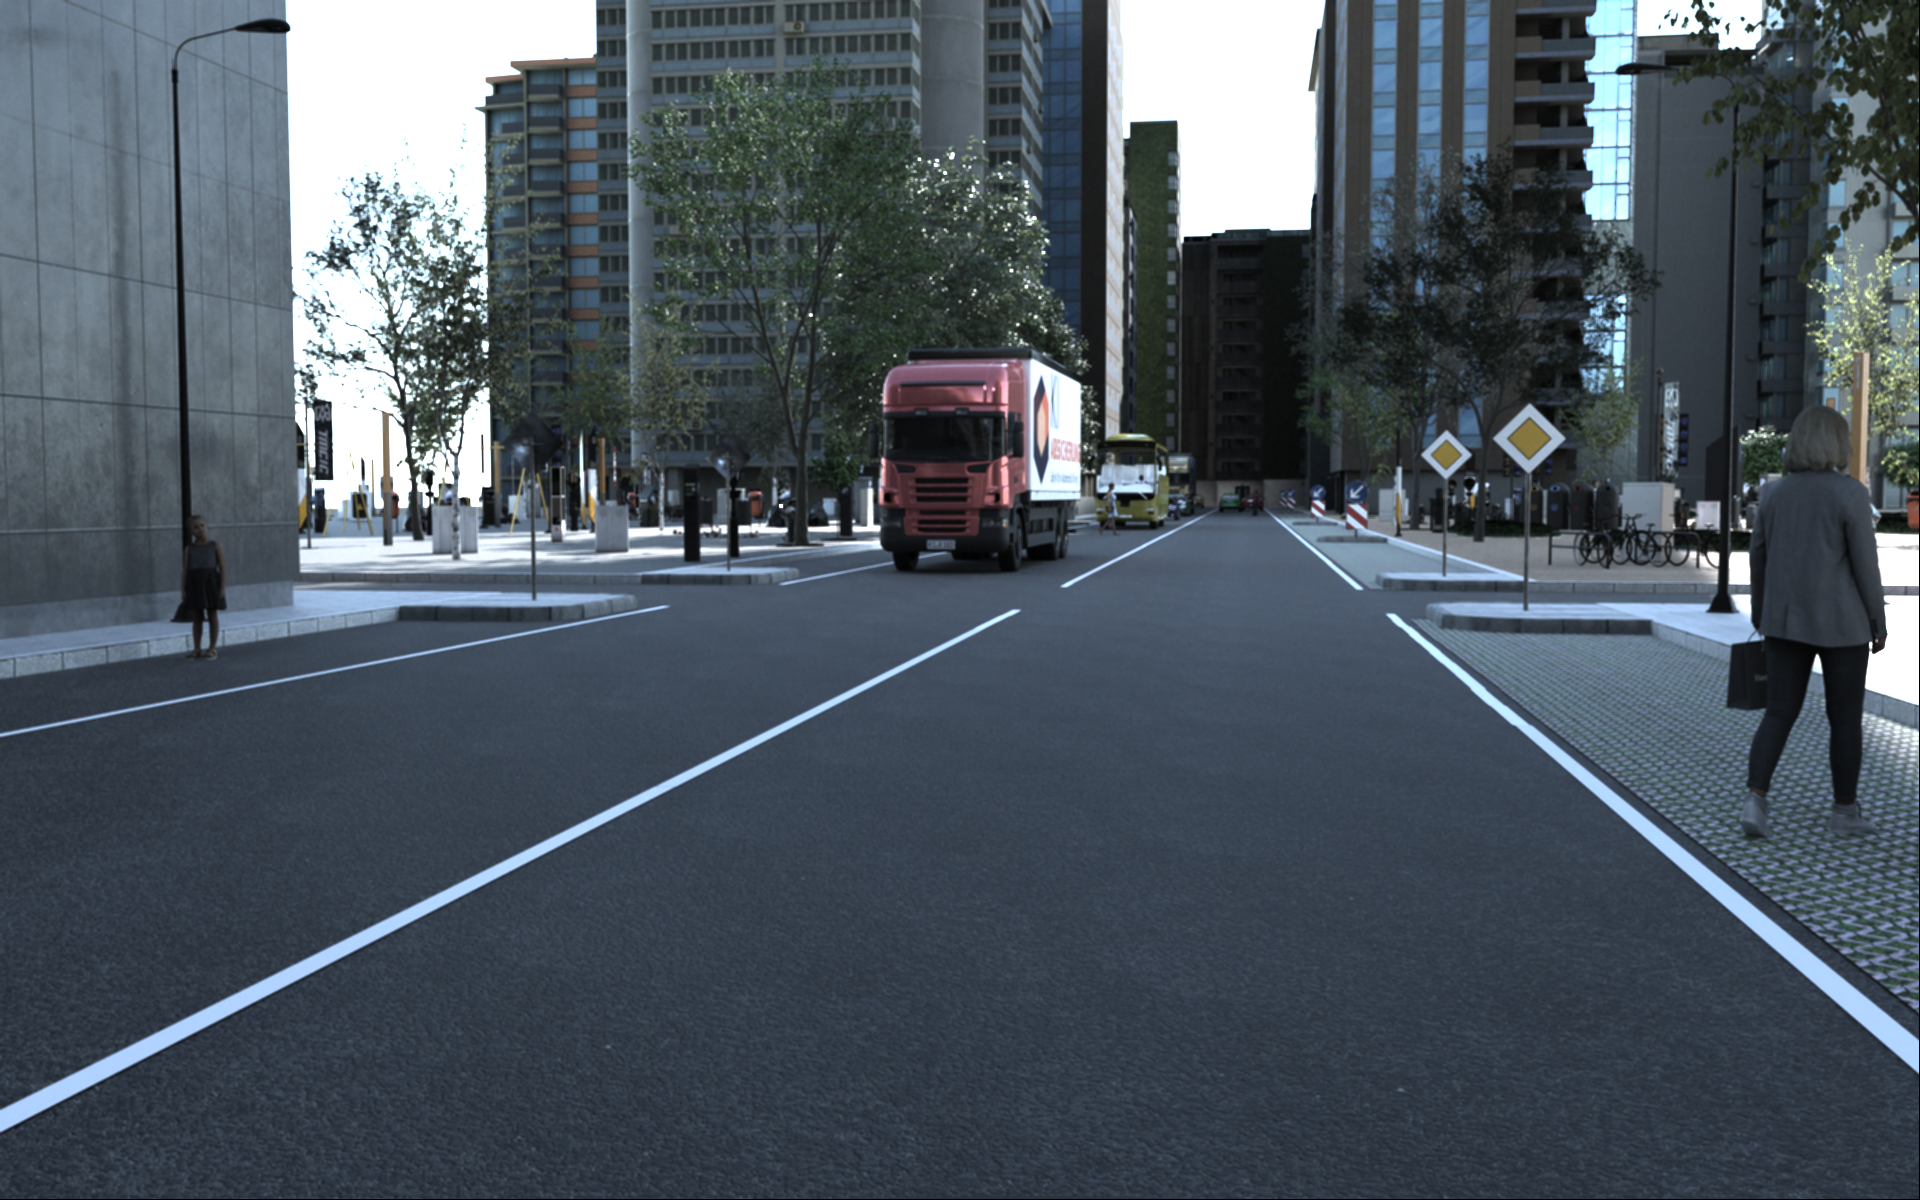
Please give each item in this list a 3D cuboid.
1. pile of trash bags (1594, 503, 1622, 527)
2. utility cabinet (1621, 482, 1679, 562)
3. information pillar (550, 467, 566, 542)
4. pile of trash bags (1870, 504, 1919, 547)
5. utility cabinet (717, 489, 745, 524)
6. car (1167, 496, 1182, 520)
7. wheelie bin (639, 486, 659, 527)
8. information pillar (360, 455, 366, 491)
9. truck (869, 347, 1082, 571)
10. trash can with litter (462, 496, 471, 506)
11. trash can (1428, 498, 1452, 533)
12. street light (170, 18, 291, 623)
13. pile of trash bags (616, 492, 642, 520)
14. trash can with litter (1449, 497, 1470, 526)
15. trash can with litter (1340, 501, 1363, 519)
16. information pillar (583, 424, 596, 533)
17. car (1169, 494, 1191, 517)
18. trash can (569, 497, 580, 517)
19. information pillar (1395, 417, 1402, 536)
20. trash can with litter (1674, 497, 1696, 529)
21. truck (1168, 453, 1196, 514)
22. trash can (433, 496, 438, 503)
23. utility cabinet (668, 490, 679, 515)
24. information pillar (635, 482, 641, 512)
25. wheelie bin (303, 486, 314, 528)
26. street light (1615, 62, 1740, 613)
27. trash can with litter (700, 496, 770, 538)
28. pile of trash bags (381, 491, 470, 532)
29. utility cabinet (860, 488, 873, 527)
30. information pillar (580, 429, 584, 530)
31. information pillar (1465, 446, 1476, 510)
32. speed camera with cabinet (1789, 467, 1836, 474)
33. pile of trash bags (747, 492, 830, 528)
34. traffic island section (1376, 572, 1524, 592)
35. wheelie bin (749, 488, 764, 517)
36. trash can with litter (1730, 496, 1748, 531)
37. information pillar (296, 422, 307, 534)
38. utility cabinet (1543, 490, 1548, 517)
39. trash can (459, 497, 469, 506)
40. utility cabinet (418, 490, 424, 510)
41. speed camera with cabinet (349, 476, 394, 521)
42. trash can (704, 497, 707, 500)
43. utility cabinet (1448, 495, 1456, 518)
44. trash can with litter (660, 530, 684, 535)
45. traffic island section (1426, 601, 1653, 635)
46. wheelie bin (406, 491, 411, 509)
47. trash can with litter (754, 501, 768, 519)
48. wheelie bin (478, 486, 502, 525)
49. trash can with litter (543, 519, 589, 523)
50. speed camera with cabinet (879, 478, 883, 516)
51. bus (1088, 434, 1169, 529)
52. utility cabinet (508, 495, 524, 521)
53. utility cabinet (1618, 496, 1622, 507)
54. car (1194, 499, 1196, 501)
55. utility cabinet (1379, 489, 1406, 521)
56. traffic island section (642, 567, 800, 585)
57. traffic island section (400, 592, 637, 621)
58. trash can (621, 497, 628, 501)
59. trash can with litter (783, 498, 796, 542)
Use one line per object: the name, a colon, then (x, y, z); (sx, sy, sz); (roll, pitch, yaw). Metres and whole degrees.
pile of trash bags: (25.629, -3.548, 67.761); (3.447, 1.369, 1.912); (-2, 4, -32)
utility cabinet: (13.055, -1.479, 32.857); (0.318, 1.500, 1.173); (-1, 4, -14)
information pillar: (-10.751, -2.558, 46.319); (0.304, 2.012, 0.304); (0, 4, 5)
pile of trash bags: (22.320, -2.028, 42.908); (1.912, 1.369, 3.447); (-3, 4, -36)
utility cabinet: (-9.656, -3.939, 73.081); (1.173, 1.500, 0.318); (1, 4, 21)
car: (11.255, -5.078, 95.604); (1.945, 1.354, 3.894); (1, 4, 8)
wheelie bin: (-12.066, -3.643, 67.475); (0.693, 1.594, 0.980); (-3, 5, -45)
information pillar: (-35.582, -6.845, 103.262); (0.183, 3.616, 0.504); (1, 4, 9)
truck: (0.601, -2.855, 35.597); (2.839, 4.237, 11.283); (1, 4, 11)
trash can with litter: (-25.968, -4.805, 89.621); (2.233, 1.210, 1.678); (-2, 4, -34)
trash can: (15.904, -2.799, 57.423); (0.748, 1.137, 0.748); (0, 3, 0)
street light: (-7.222, -2.729, 17.163); (1.470, 5.913, 1.316); (1, 4, 9)
pile of trash bags: (-16.300, -4.706, 86.703); (1.912, 1.369, 3.447); (-1, 4, -17)
trash can with litter: (17.920, -3.144, 62.795); (1.055, 1.170, 0.624); (1, 4, 14)
trash can with litter: (19.778, -4.661, 87.600); (1.055, 1.170, 0.624); (0, 4, -7)
information pillar: (-12.201, -4.042, 57.445); (0.183, 3.616, 0.504); (1, 4, 13)
car: (13.750, -6.050, 110.722); (2.131, 1.459, 4.920); (1, 4, 11)
trash can: (-21.889, -5.297, 98.263); (0.748, 1.137, 0.748); (0, 3, 0)
information pillar: (13.287, -3.735, 52.417); (0.183, 3.616, 0.504); (1, 4, 22)
trash can with litter: (26.835, -3.214, 63.928); (1.055, 1.170, 0.624); (0, 4, -4)
truck: (15.137, -8.109, 121.501); (2.839, 4.237, 11.283); (1, 4, 10)
trash can: (-32.542, -5.890, 107.953); (0.748, 1.137, 0.748); (0, 3, 0)
utility cabinet: (-17.308, -5.874, 104.717); (0.318, 1.500, 1.173); (1, 4, 10)
information pillar: (-18.976, -5.969, 102.085); (0.304, 2.012, 0.304); (1, 4, 11)
wheelie bin: (-24.710, -3.491, 64.980); (0.980, 1.594, 0.693); (-2, 4, -28)
street light: (7.750, -2.824, 18.720); (1.470, 5.913, 1.316); (1, 4, 9)
trash can with litter: (-6.847, -2.476, 51.532); (2.233, 1.210, 1.678); (0, 4, 3)
pile of trash bags: (-18.455, -3.051, 59.638); (1.912, 1.369, 3.447); (2, 4, 30)
utility cabinet: (-3.665, -3.622, 67.893); (0.318, 1.500, 1.173); (0, 4, 7)
information pillar: (-13.624, -4.357, 62.587); (0.183, 3.616, 0.504); (-1, 4, -22)
information pillar: (24.764, -5.676, 84.161); (0.504, 3.616, 0.183); (0, 4, 2)
speed camera with cabinet: (34.019, -4.568, 69.019); (0.660, 3.252, 2.038); (-2, 4, -24)
pile of trash bags: (-6.838, -3.523, 67.352); (1.912, 1.369, 3.447); (3, 5, 44)
traffic island section: (7.561, -0.287, 26.972); (2.009, 0.180, 2.903); (1, 4, 9)
wheelie bin: (-11.551, -5.500, 97.830); (0.980, 1.594, 0.693); (1, 4, 12)
trash can with litter: (25.964, -2.845, 57.575); (1.678, 1.210, 2.233); (2, 4, 35)
information pillar: (-21.375, -3.964, 56.174); (0.183, 3.616, 0.504); (0, 4, 6)
utility cabinet: (32.052, -5.191, 93.559); (1.173, 1.500, 0.318); (2, 4, 34)
trash can: (-25.135, -4.640, 87.515); (0.748, 1.137, 0.748); (0, 3, 0)
utility cabinet: (-31.754, -5.694, 101.770); (0.318, 1.500, 1.173); (0, 4, -6)
speed camera with cabinet: (-28.065, -5.398, 82.589); (2.038, 3.252, 0.660); (-1, 4, -22)
trash can: (-14.028, -5.020, 93.729); (0.748, 1.137, 0.748); (0, 3, 0)
utility cabinet: (26.112, -4.944, 91.988); (0.306, 1.237, 1.020); (1, 4, 8)
trash can with litter: (-8.424, -2.690, 55.035); (2.233, 1.210, 1.678); (1, 4, 17)
traffic island section: (6.254, 0.195, 19.094); (2.009, 0.180, 2.903); (1, 4, 9)
wheelie bin: (-33.805, -6.061, 107.011); (0.693, 1.594, 0.980); (-2, 4, -35)
trash can with litter: (-10.092, -4.734, 88.785); (1.055, 1.170, 0.624); (1, 4, 12)
wheelie bin: (-19.397, -3.891, 71.528); (0.980, 1.594, 0.693); (-2, 4, -23)
trash can with litter: (-17.823, -4.113, 78.298); (2.233, 1.210, 1.678); (1, 4, 15)
speed camera with cabinet: (-3.696, -6.249, 96.499); (0.660, 3.252, 2.038); (-3, 5, -40)
bus: (7.460, -5.059, 74.260); (2.896, 3.916, 12.252); (1, 4, 9)
utility cabinet: (-21.400, -4.423, 83.484); (0.306, 1.237, 1.020); (-3, 5, -41)
utility cabinet: (28.723, -3.943, 75.636); (1.020, 1.237, 0.306); (3, 4, 39)
car: (17.605, -7.630, 137.113); (2.083, 1.381, 4.827); (1, 4, 9)
utility cabinet: (20.027, -4.380, 80.284); (1.173, 1.500, 0.318); (1, 4, 10)
traffic island section: (-3.874, -0.403, 28.866); (2.009, 0.180, 2.903); (1, 4, 9)
traffic island section: (-5.181, 0.079, 20.988); (2.009, 0.180, 2.903); (1, 4, 9)
trash can: (-19.932, -5.561, 102.582); (0.748, 1.137, 0.748); (0, 3, 0)
trash can with litter: (-4.473, -2.118, 46.013); (0.624, 1.170, 1.055); (-2, 4, -24)
